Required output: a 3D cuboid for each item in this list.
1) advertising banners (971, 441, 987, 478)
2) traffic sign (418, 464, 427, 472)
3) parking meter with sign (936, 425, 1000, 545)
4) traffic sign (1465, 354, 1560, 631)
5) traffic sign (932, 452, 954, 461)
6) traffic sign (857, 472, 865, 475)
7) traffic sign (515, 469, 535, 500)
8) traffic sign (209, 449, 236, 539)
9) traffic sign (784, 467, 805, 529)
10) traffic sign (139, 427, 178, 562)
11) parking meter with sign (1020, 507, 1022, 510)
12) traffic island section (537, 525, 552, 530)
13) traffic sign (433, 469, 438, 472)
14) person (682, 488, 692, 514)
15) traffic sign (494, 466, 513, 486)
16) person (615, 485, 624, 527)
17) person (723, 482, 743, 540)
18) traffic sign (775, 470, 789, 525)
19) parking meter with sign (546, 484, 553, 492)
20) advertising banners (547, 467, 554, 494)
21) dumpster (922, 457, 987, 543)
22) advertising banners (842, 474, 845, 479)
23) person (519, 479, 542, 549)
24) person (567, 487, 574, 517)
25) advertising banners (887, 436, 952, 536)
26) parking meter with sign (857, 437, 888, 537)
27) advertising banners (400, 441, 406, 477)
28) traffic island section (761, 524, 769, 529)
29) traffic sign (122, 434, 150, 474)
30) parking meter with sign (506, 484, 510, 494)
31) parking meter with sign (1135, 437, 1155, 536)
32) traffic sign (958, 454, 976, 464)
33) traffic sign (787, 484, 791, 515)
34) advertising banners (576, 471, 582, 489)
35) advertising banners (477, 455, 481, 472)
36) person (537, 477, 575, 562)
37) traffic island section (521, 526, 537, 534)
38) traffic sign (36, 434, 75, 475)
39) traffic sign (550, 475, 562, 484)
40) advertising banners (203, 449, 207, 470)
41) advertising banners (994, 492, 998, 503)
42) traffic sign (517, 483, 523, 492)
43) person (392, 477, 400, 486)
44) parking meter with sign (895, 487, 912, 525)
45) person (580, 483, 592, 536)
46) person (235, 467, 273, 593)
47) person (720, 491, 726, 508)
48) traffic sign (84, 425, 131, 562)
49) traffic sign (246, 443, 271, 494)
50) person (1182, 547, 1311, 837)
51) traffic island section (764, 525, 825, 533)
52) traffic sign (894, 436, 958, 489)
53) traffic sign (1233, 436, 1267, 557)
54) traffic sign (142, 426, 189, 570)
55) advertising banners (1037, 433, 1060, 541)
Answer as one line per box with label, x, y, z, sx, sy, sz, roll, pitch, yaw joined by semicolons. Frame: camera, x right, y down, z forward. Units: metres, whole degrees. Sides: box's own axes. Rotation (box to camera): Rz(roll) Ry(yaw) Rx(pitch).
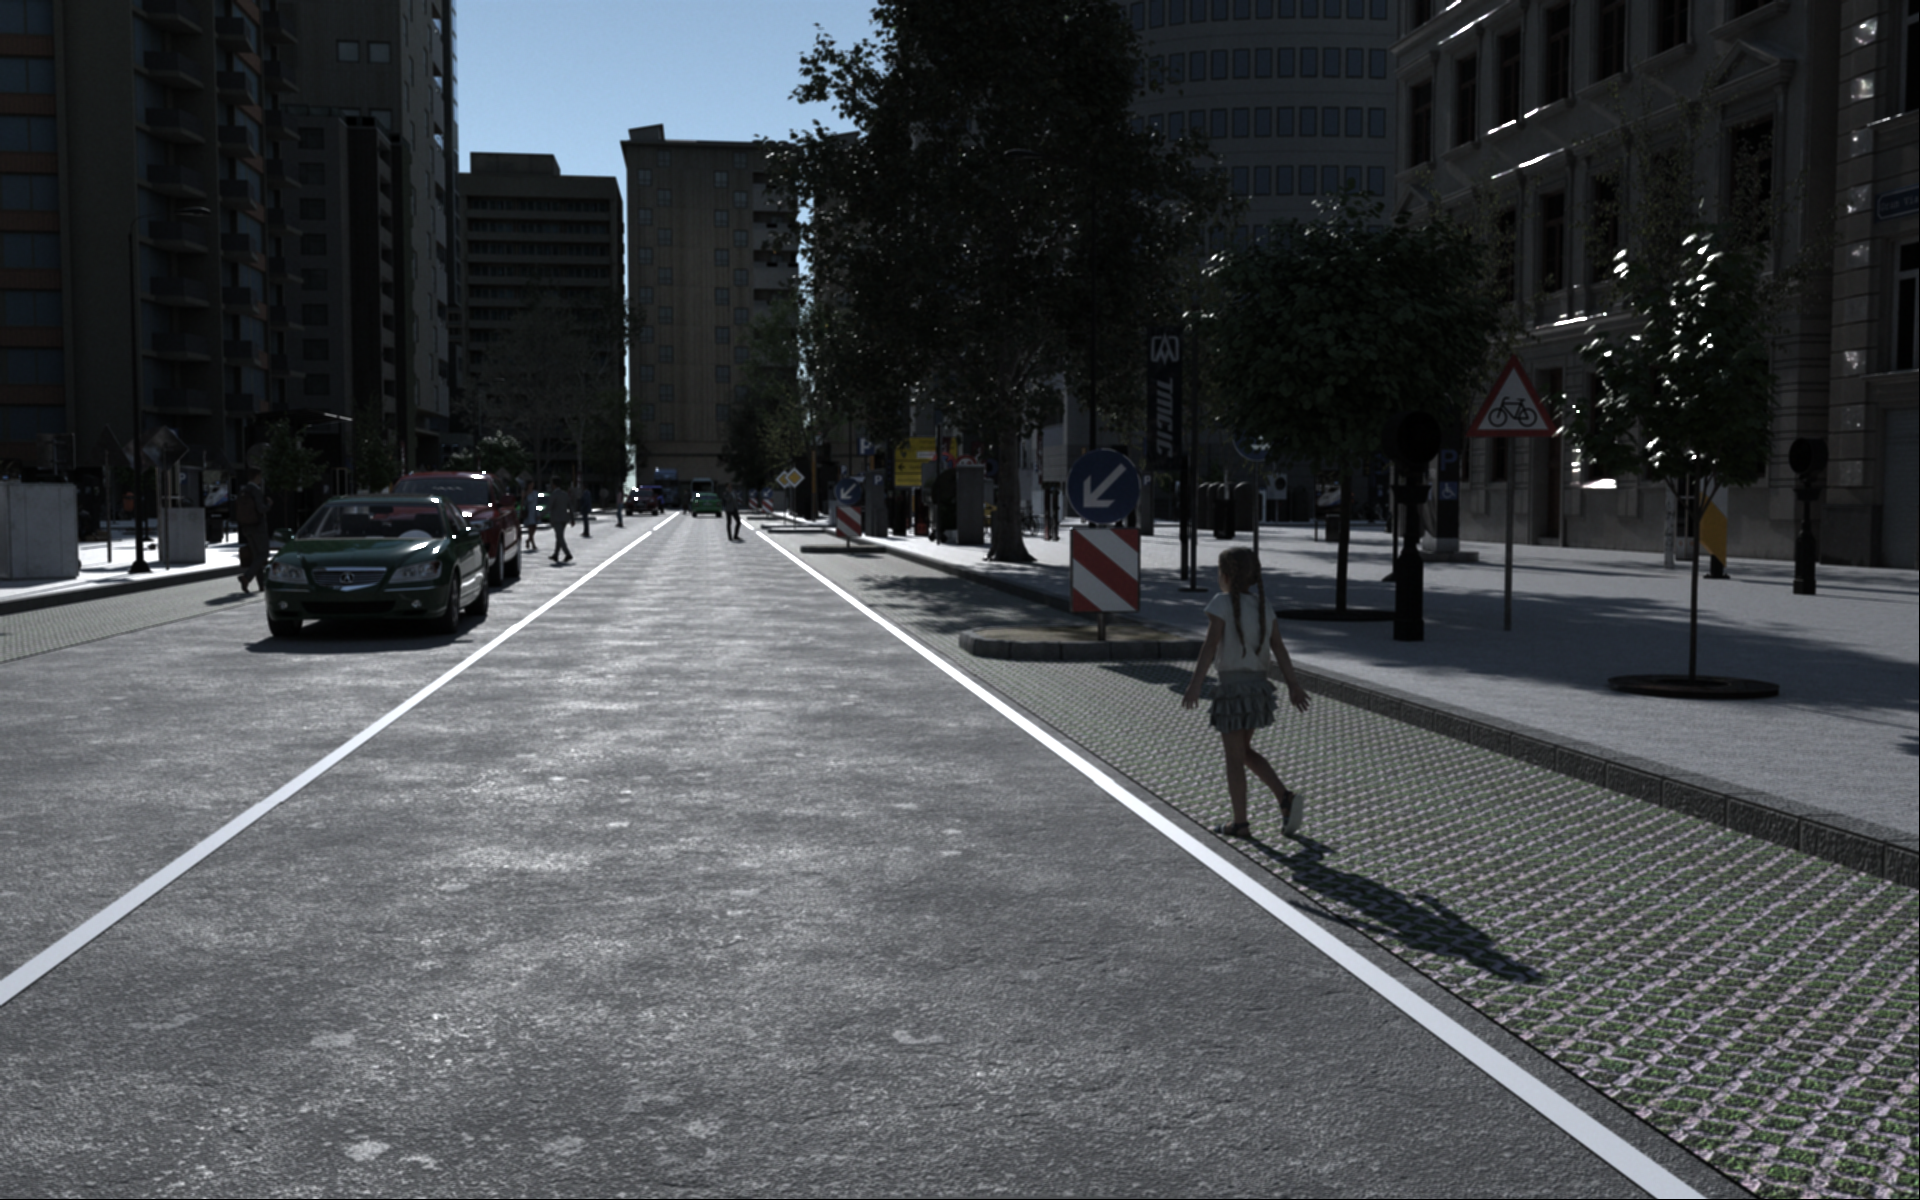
advertising banners;-0.063;-3.775;57.912;2.074;3.025;0.090;2;4;29
traffic sign;-22.911;-4.516;73.846;0.884;2.594;0.081;0;4;-3
parking meter with sign;0.276;-2.903;43.726;1.738;3.016;0.543;0;4;-5
traffic sign;5.150;-0.992;16.218;0.884;2.594;0.081;0;4;-1
traffic sign;-0.489;-3.170;51.929;0.768;2.556;0.104;0;4;-6
traffic sign;-5.598;-6.084;99.581;0.768;2.556;0.104;0;4;-5
traffic sign;-17.659;-4.079;70.338;0.795;2.450;0.064;-1;4;-8
traffic sign;-21.274;-3.052;49.898;0.884;2.594;0.081;0;4;0
traffic sign;-6.108;-3.688;63.945;0.795;2.450;0.064;-1;4;-8
traffic sign;-15.162;-2.001;32.818;0.768;2.556;0.104;0;4;-6
parking meter with sign;1.649;-3.616;55.379;0.543;3.016;1.738;1;4;10
traffic island section;-17.681;-2.943;70.396;2.009;0.180;2.903;-1;4;-8
traffic sign;-23.850;-4.749;78.836;0.795;2.450;0.064;0;4;-4
person;-19.225;-6.939;121.911;0.822;1.834;0.622;-2;4;-29
traffic sign;-16.493;-3.596;62.438;0.795;2.450;0.064;-1;4;-8
person;-14.981;-4.148;76.327;0.388;1.821;0.555;0;4;3
person;-7.106;-2.780;54.133;0.592;1.802;0.473;-2;4;-29
traffic sign;-7.274;-4.171;71.845;0.795;2.450;0.064;-1;4;-8
parking meter with sign;-32.042;-8.530;135.732;1.738;3.016;0.543;-1;4;-11
advertising banners;-26.103;-6.988;110.443;0.090;3.025;2.074;0;4;-1
dumpster;-0.145;-2.680;46.306;1.502;2.255;1.985;-1;4;-8
advertising banners;-7.524;-6.828;107.827;0.090;3.025;2.074;1;4;22
person;-11.147;-2.215;44.812;0.616;1.811;0.778;-3;4;-37
person;-21.800;-5.420;97.098;0.573;1.828;0.580;1;4;23
advertising banners;-1.203;-3.479;53.071;2.074;3.025;0.090;2;4;23
parking meter with sign;-2.603;-3.443;52.549;0.543;3.016;1.738;-1;4;-21
advertising banners;-18.349;-3.776;57.920;0.090;3.025;2.074;0;4;2
traffic island section;-7.252;-3.036;71.926;2.009;0.180;2.903;-1;4;-8
traffic sign;-15.635;-1.948;33.029;0.795;2.450;0.064;0;4;-7
parking meter with sign;-33.008;-7.907;125.532;1.738;3.016;0.543;2;4;31
parking meter with sign;5.764;-3.511;53.665;0.543;3.016;1.738;0;4;-6
traffic sign;0.191;-3.403;55.744;0.768;2.556;0.104;0;4;-3
traffic sign;-10.258;-6.272;104.672;0.606;2.300;0.079;0;4;-7
advertising banners;-30.111;-8.433;134.067;2.074;3.025;0.090;2;4;23
advertising banners;-21.112;-4.928;76.768;0.090;3.025;2.074;-2;4;-29
person;-8.555;-1.723;36.942;0.850;1.792;0.678;2;4;32
traffic island section;-16.515;-2.460;62.497;2.009;0.180;2.903;-1;4;-8
traffic sign;-15.295;-1.663;29.320;0.606;2.300;0.079;0;4;-4
traffic sign;-26.825;-7.027;114.991;0.768;2.556;0.104;0;4;-4
advertising banners;-30.125;-4.439;68.773;0.090;3.025;2.074;-2;4;-35
advertising banners;1.541;-5.507;86.223;0.090;3.025;2.074;2;4;26
traffic sign;-27.916;-6.752;110.504;0.768;2.556;0.104;0;4;0
person;-12.056;-1.724;36.954;0.850;1.792;0.678;-1;4;-17
parking meter with sign;-2.379;-4.696;73.048;1.738;3.016;0.543;1;4;10
person;-12.873;-3.113;59.574;0.419;1.800;0.721;-1;4;-13
person;-10.320;-1.029;25.289;0.622;1.834;0.822;2;4;26
person;-24.063;-10.272;177.174;1.217;1.743;0.721;0;4;4
traffic sign;-15.957;-1.983;32.428;0.884;2.594;0.081;0;4;0
traffic sign;-17.389;-2.634;43.172;0.768;2.556;0.104;0;4;-7
person;1.165;0.390;7.145;0.505;1.210;0.382;-2;4;-34
traffic island section;-6.085;-2.553;64.026;2.009;0.180;2.903;-1;4;-8
traffic sign;-1.190;-4.087;60.702;2.265;3.308;0.079;0;4;-2
traffic sign;4.564;-1.624;26.658;0.768;2.556;0.104;0;4;0
traffic sign;-13.399;-1.715;29.224;0.795;2.450;0.064;0;4;1
advertising banners;2.416;-3.153;47.745;0.090;3.025;2.074;-1;4;-13
